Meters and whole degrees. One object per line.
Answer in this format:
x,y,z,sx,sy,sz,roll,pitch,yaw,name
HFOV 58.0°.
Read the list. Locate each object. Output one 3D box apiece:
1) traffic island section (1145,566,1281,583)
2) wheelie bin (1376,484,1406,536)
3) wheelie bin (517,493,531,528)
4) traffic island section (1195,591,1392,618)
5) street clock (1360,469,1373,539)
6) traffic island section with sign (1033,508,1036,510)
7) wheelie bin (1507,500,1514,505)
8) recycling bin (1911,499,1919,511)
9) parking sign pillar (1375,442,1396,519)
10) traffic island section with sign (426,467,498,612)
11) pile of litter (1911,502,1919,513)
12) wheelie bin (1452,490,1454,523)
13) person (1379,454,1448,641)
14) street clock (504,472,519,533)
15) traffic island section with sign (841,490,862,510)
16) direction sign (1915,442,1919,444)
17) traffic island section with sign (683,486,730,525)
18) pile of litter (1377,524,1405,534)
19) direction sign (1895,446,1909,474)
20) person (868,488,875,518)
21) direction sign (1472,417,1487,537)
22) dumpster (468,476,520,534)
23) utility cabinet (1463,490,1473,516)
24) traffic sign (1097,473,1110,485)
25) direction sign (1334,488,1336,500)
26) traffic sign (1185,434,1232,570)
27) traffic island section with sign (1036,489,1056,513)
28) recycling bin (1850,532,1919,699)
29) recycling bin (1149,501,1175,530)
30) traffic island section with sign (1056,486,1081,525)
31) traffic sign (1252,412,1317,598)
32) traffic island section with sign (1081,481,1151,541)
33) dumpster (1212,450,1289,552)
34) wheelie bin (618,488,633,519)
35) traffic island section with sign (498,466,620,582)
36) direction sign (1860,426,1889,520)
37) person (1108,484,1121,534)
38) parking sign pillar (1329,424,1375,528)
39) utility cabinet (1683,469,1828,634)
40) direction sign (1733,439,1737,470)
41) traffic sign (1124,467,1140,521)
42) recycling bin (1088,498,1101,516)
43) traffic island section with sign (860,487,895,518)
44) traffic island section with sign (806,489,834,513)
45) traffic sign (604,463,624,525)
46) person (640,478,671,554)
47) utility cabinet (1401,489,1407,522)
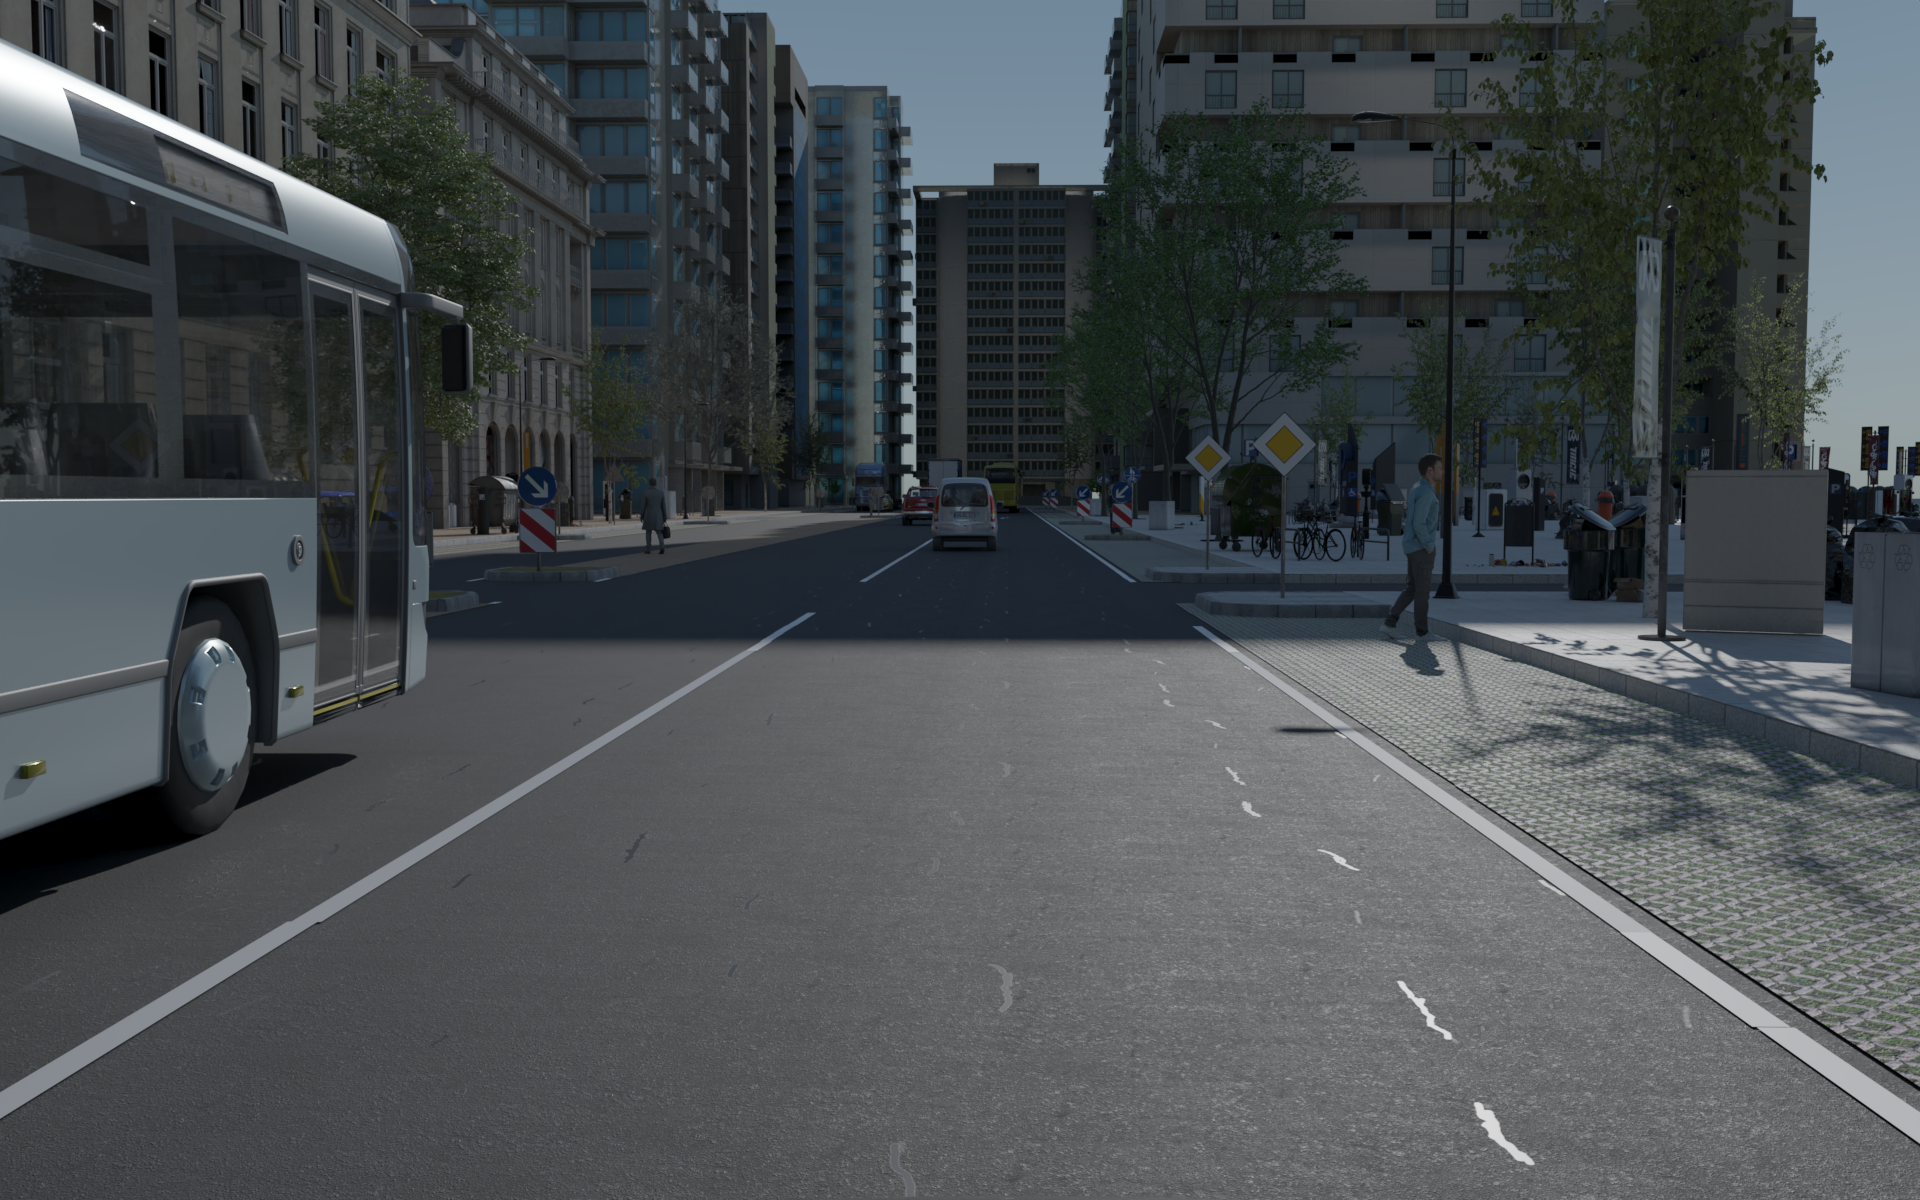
4.212,-0.432,29.342,2.009,0.180,2.903,0,4,2,traffic island section
13.223,-2.779,53.351,0.980,1.594,0.693,-2,4,-30,wheelie bin
-16.654,-3.549,65.942,0.693,1.594,0.980,0,4,-7,wheelie bin
3.996,0.056,21.360,2.009,0.180,2.903,0,4,2,traffic island section
11.555,-2.734,49.266,0.358,2.002,0.471,1,4,18,street clock
7.703,-9.136,158.004,1.989,1.847,2.006,0,4,2,traffic island section with sign
27.474,-4.832,86.911,0.693,1.594,0.980,2,4,24,wheelie bin
54.633,-5.265,98.644,0.722,1.027,0.722,-3,5,-44,recycling bin
21.962,-6.207,89.960,1.447,3.967,1.447,-2,4,-28,parking sign pillar
-7.184,-0.842,21.900,2.006,1.907,1.989,0,4,2,traffic island section with sign
52.143,-4.908,94.217,1.176,0.858,1.719,1,4,11,pile of litter
21.645,-4.197,76.529,0.693,1.594,0.980,1,4,13,wheelie bin
4.426,-0.511,16.873,0.620,1.820,0.660,0,4,2,person
-14.896,-3.244,57.608,0.471,2.002,0.358,-2,4,-32,street clock
-9.840,-9.210,159.204,1.989,1.847,2.006,0,4,2,traffic island section with sign
41.518,-5.056,74.655,0.379,3.537,0.876,-1,4,-22,direction sign
-11.928,-4.480,81.883,1.989,1.847,2.006,0,4,2,traffic island section with sign
14.023,-2.544,55.552,1.719,0.858,1.176,-3,4,-39,pile of litter
44.916,-5.526,82.339,0.876,3.537,0.379,0,4,3,direction sign
-5.150,-5.713,102.175,0.573,1.790,0.520,-3,4,-38,person
15.444,-3.638,51.483,0.379,3.537,0.876,3,5,41,direction sign
-15.030,-3.066,55.889,1.264,1.857,1.865,0,4,2,dumpster
29.855,-5.649,101.040,0.318,1.500,1.173,-1,4,-21,utility cabinet
8.581,-6.327,103.547,0.768,2.556,0.104,1,4,9,traffic sign
20.081,-6.160,92.720,0.379,3.537,0.876,0,4,4,direction sign
4.189,-1.567,29.265,0.795,2.450,0.064,0,4,2,traffic sign
6.978,-7.488,131.059,1.989,1.847,2.006,0,4,2,traffic island section with sign
6.309,0.083,11.203,0.722,1.027,0.722,0,4,-6,recycling bin
7.179,-3.001,61.622,0.722,1.027,0.722,2,4,29,recycling bin
5.634,-4.430,81.050,1.989,1.847,2.006,0,4,2,traffic island section with sign
3.972,-1.079,21.283,0.795,2.450,0.064,0,4,2,traffic sign
4.887,-2.771,53.931,1.989,1.847,2.006,0,4,2,traffic island section with sign
6.565,-2.242,39.156,1.502,2.255,1.985,0,4,1,dumpster
-17.145,-4.952,88.881,0.693,1.594,0.980,0,4,-2,wheelie bin
-6.974,-1.295,29.304,2.006,1.907,1.989,0,4,2,traffic island section with sign
30.521,-4.028,57.852,0.379,3.537,0.876,-3,4,-39,direction sign
5.199,-3.006,58.063,0.534,1.772,0.576,0,4,-8,person
14.760,-4.725,65.729,1.447,3.967,1.447,0,4,1,parking sign pillar
7.323,-0.445,15.960,1.173,1.500,0.318,2,4,27,utility cabinet
32.277,-4.905,72.197,0.379,3.537,0.876,1,4,19,direction sign
8.066,-4.959,81.181,0.768,2.556,0.104,0,4,7,traffic sign
7.932,-5.429,101.326,0.722,1.027,0.722,-1,4,-11,recycling bin
-4.948,-5.889,104.416,2.006,1.907,1.989,0,4,2,traffic island section with sign
-10.584,-7.526,131.685,1.989,1.847,2.006,0,4,2,traffic island section with sign
-14.413,-4.413,72.156,0.884,2.594,0.081,0,4,3,traffic sign
-7.262,-1.988,41.110,0.694,1.812,0.767,-2,4,-27,person
19.913,-4.304,79.050,0.318,1.500,1.173,-1,4,-20,utility cabinet
